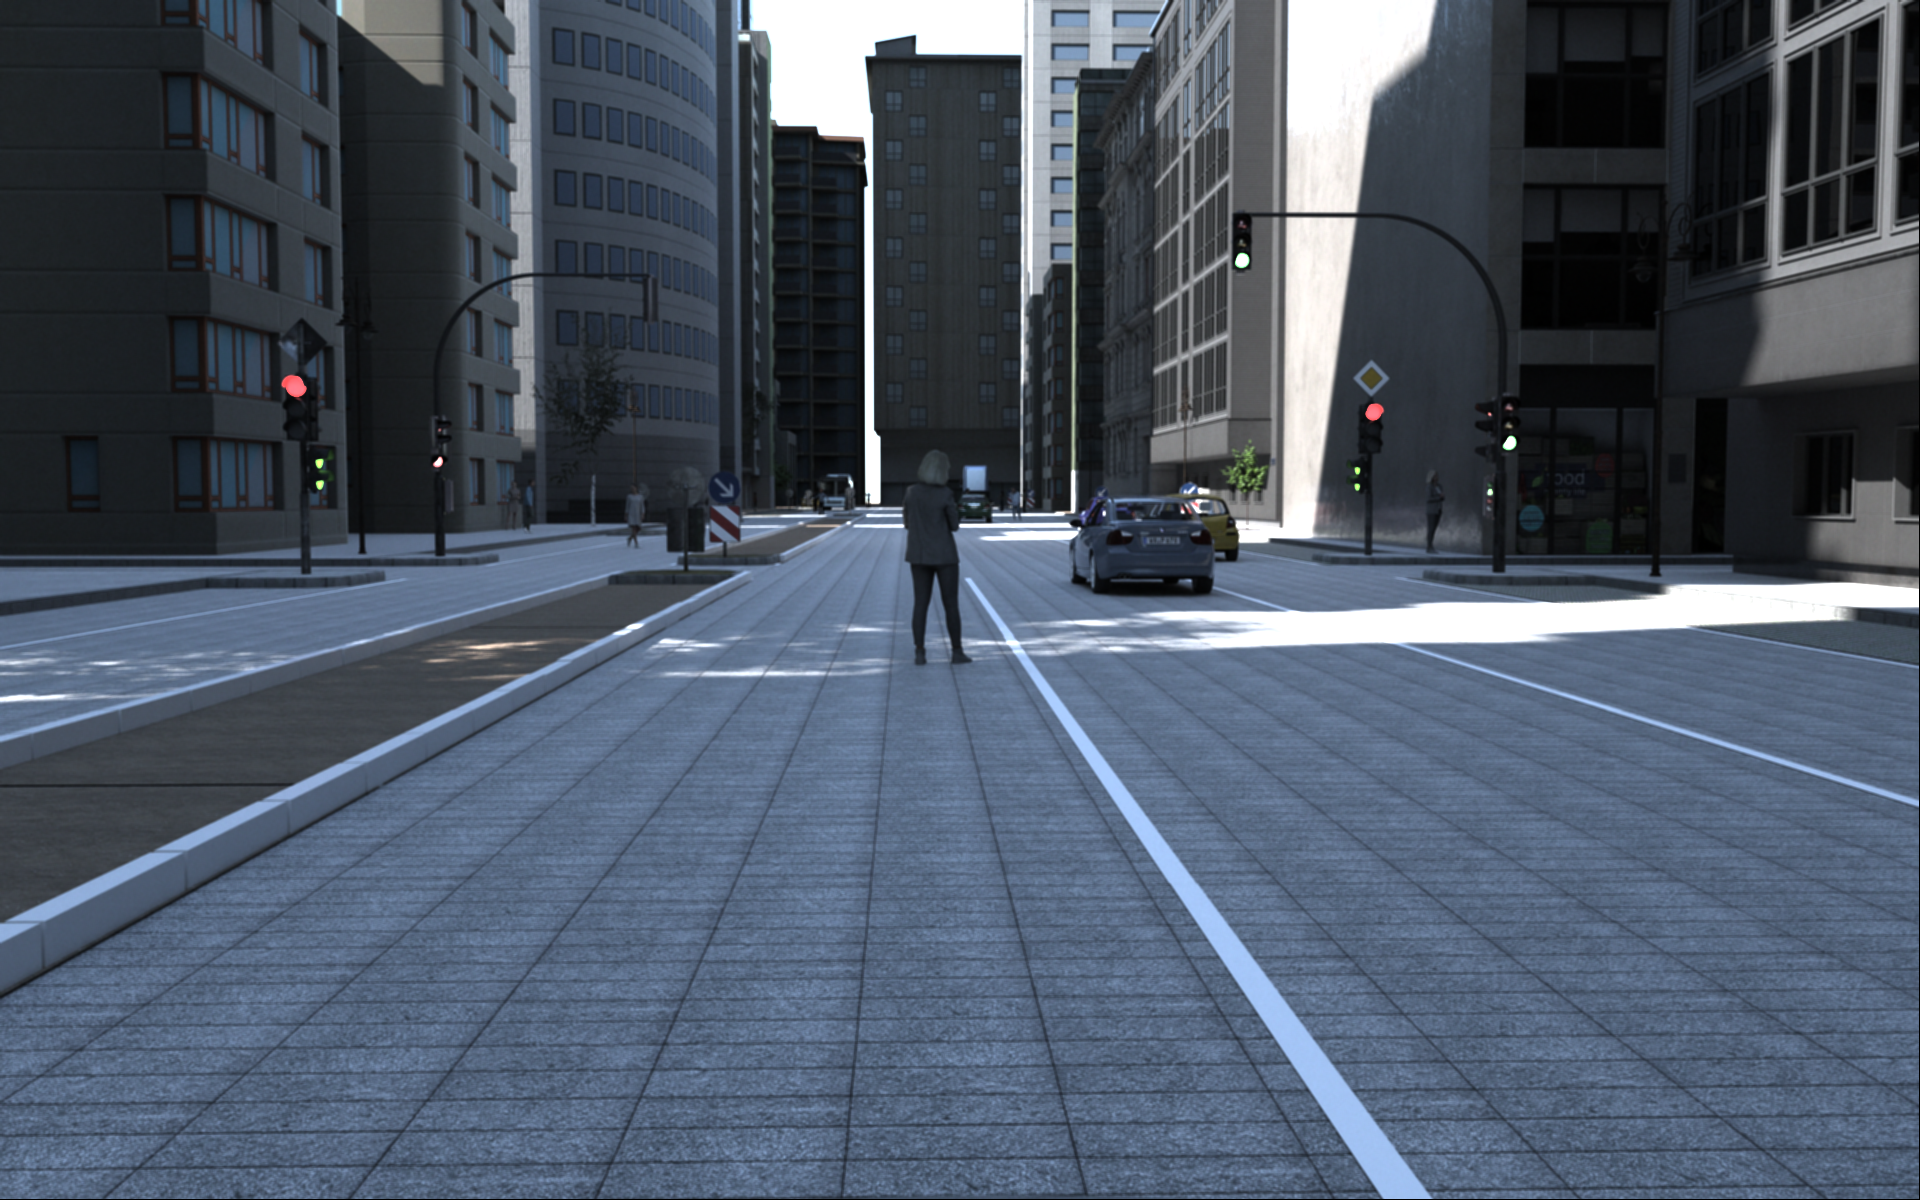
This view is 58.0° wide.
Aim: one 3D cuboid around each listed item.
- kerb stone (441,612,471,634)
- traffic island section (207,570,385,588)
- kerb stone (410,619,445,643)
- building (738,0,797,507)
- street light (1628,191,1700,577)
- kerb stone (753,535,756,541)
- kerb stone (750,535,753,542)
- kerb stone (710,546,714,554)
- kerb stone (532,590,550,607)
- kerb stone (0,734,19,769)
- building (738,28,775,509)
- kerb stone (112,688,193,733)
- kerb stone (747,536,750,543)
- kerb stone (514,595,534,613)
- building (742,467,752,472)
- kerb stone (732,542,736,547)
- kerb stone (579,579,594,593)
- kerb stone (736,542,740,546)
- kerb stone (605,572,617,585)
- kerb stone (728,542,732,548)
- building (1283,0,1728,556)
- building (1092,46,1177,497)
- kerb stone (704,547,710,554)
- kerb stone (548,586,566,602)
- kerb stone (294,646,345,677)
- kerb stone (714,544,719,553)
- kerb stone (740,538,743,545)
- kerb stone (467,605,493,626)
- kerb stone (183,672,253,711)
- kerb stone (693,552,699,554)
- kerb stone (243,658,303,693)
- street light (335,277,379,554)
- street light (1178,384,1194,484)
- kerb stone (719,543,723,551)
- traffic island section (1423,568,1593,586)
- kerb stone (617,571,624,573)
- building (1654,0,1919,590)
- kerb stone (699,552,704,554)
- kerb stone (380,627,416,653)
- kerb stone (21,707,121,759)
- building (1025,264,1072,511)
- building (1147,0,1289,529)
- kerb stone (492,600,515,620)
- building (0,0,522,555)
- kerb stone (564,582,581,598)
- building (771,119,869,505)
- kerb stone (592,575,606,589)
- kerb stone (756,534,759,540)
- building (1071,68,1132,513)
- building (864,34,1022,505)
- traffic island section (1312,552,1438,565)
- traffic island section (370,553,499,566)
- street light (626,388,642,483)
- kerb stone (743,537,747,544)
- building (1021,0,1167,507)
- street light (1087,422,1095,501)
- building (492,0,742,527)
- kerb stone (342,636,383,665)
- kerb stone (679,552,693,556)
[{"bbox_3d":[-5.294,0.258,17.982,0.120,0.150,1.000,0,4,-2],"label":"kerb stone"},{"bbox_3d":[-10.504,-0.336,27.777,2.009,0.180,2.903,0,4,-2],"label":"traffic island section"},{"bbox_3d":[-5.267,0.320,16.960,0.120,0.150,1.000,0,4,-2],"label":"kerb stone"},{"bbox_3d":[-32.924,-52.695,174.229,31.000,86.520,22.319,0,4,-2],"label":"building"},{"bbox_3d":[10.847,-3.306,26.834,0.468,5.910,1.993,0,4,-2],"label":"street light"},{"bbox_3d":[-6.347,-1.843,52.330,0.120,0.150,1.000,0,4,-2],"label":"kerb stone"},{"bbox_3d":[-6.311,-1.780,51.302,0.120,0.150,1.000,0,4,-2],"label":"kerb stone"},{"bbox_3d":[-5.998,-1.150,41.051,0.120,0.150,1.000,0,4,-2],"label":"kerb stone"},{"bbox_3d":[-5.424,0.012,22.088,0.120,0.150,1.000,0,4,-2],"label":"kerb stone"},{"bbox_3d":[-5.015,0.821,8.771,0.120,0.150,1.000,0,4,-2],"label":"kerb stone"},{"bbox_3d":[-23.519,-28.405,148.013,14.154,41.232,14.086,0,4,-2],"label":"building"},{"bbox_3d":[-5.072,0.696,10.815,0.120,0.150,1.000,0,4,-2],"label":"kerb stone"},{"bbox_3d":[-6.272,-1.717,50.275,0.120,0.150,1.000,0,4,-2],"label":"kerb stone"},{"bbox_3d":[-5.386,0.074,21.063,0.120,0.150,1.000,0,4,-2],"label":"kerb stone"},{"bbox_3d":[-27.817,-30.901,124.837,23.786,49.044,30.456,0,4,-2],"label":"building"},{"bbox_3d":[-6.155,-1.465,46.172,0.120,0.150,1.000,0,4,-2],"label":"kerb stone"},{"bbox_3d":[-5.512,-0.182,25.171,0.120,0.150,1.000,0,4,-2],"label":"kerb stone"},{"bbox_3d":[-6.178,-1.529,47.194,0.120,0.150,1.000,0,4,-2],"label":"kerb stone"},{"bbox_3d":[-5.581,-0.305,27.218,0.120,0.150,1.000,0,4,-2],"label":"kerb stone"},{"bbox_3d":[-6.120,-1.403,45.141,0.120,0.150,1.000,0,4,-2],"label":"kerb stone"},{"bbox_3d":[27.553,-14.725,45.270,34.151,26.468,19.350,0,4,-2],"label":"building"},{"bbox_3d":[15.656,-19.102,99.707,14.401,28.519,23.554,0,4,-2],"label":"building"},{"bbox_3d":[-5.960,-1.090,40.029,0.120,0.150,1.000,0,4,-2],"label":"kerb stone"},{"bbox_3d":[-5.454,-0.051,23.121,0.120,0.150,1.000,0,4,-2],"label":"kerb stone"},{"bbox_3d":[-5.172,0.508,13.882,0.120,0.150,1.000,0,4,-2],"label":"kerb stone"},{"bbox_3d":[-6.027,-1.216,42.072,0.120,0.150,1.000,0,4,-2],"label":"kerb stone"},{"bbox_3d":[-6.210,-1.592,48.222,0.120,0.150,1.000,0,4,-2],"label":"kerb stone"},{"bbox_3d":[-5.328,0.195,19.003,0.120,0.150,1.000,0,4,-2],"label":"kerb stone"},{"bbox_3d":[-5.102,0.634,11.836,0.120,0.150,1.000,0,4,-2],"label":"kerb stone"},{"bbox_3d":[-5.905,-0.965,37.977,0.120,0.150,1.000,0,4,-2],"label":"kerb stone"},{"bbox_3d":[-5.137,0.572,12.860,0.120,0.150,1.000,0,4,-2],"label":"kerb stone"},{"bbox_3d":[-12.828,-3.927,37.002,0.468,5.910,1.993,0,4,-2],"label":"street light"},{"bbox_3d":[9.518,-6.145,73.257,0.468,5.910,1.993,0,4,-2],"label":"street light"},{"bbox_3d":[-6.052,-1.270,43.098,0.120,0.150,1.000,0,4,-2],"label":"kerb stone"},{"bbox_3d":[8.829,-0.372,28.358,2.009,0.180,2.903,0,4,-2],"label":"traffic island section"},{"bbox_3d":[-5.608,-0.370,28.240,0.120,0.150,1.000,0,4,-2],"label":"kerb stone"},{"bbox_3d":[18.358,-13.601,15.876,14.314,27.812,24.014,0,4,-2],"label":"building"},{"bbox_3d":[-5.932,-1.028,38.999,0.120,0.150,1.000,0,4,-2],"label":"kerb stone"},{"bbox_3d":[-5.228,0.388,15.934,0.120,0.150,1.000,0,4,-2],"label":"kerb stone"},{"bbox_3d":[-5.046,0.759,9.793,0.120,0.150,1.000,0,4,-2],"label":"kerb stone"},{"bbox_3d":[20.272,-18.341,144.909,27.650,21.520,28.899,0,4,-2],"label":"building"},{"bbox_3d":[16.851,-17.251,75.554,14.314,27.812,24.014,0,4,-2],"label":"building"},{"bbox_3d":[-5.355,0.132,20.030,0.120,0.150,1.000,0,4,-2],"label":"kerb stone"},{"bbox_3d":[-29.832,-12.514,49.641,27.650,21.520,28.899,0,4,-2],"label":"building"},{"bbox_3d":[-5.476,-0.115,24.142,0.120,0.150,1.000,0,4,-2],"label":"kerb stone"},{"bbox_3d":[-25.372,-33.658,204.926,28.867,44.769,22.147,0,4,-2],"label":"building"},{"bbox_3d":[-5.539,-0.241,26.197,0.120,0.150,1.000,0,4,-2],"label":"kerb stone"},{"bbox_3d":[-6.377,-1.906,53.360,0.120,0.150,1.000,0,4,-2],"label":"kerb stone"},{"bbox_3d":[14.683,-21.395,121.515,14.160,30.474,14.107,0,4,-2],"label":"building"},{"bbox_3d":[2.712,-37.861,208.273,27.495,52.752,28.713,0,4,-2],"label":"building"},{"bbox_3d":[8.586,-0.860,36.339,2.009,0.180,2.903,0,4,-2],"label":"traffic island section"},{"bbox_3d":[-10.747,-0.824,35.758,2.009,0.180,2.903,0,4,-2],"label":"traffic island section"},{"bbox_3d":[-13.889,-6.189,73.971,0.468,5.910,1.993,0,4,-2],"label":"street light"},{"bbox_3d":[-6.246,-1.655,49.253,0.120,0.150,1.000,0,4,-2],"label":"kerb stone"},{"bbox_3d":[16.636,-38.579,172.768,21.231,58.520,28.212,0,4,-2],"label":"building"},{"bbox_3d":[8.331,-8.438,110.747,0.468,5.910,1.993,0,4,-2],"label":"street light"},{"bbox_3d":[-22.801,-33.225,85.229,21.231,58.520,28.212,0,4,-2],"label":"building"},{"bbox_3d":[-5.199,0.450,14.908,0.120,0.150,1.000,0,4,-2],"label":"kerb stone"},{"bbox_3d":[-5.874,-0.902,36.954,0.120,0.150,1.000,0,4,-2],"label":"kerb stone"}]
